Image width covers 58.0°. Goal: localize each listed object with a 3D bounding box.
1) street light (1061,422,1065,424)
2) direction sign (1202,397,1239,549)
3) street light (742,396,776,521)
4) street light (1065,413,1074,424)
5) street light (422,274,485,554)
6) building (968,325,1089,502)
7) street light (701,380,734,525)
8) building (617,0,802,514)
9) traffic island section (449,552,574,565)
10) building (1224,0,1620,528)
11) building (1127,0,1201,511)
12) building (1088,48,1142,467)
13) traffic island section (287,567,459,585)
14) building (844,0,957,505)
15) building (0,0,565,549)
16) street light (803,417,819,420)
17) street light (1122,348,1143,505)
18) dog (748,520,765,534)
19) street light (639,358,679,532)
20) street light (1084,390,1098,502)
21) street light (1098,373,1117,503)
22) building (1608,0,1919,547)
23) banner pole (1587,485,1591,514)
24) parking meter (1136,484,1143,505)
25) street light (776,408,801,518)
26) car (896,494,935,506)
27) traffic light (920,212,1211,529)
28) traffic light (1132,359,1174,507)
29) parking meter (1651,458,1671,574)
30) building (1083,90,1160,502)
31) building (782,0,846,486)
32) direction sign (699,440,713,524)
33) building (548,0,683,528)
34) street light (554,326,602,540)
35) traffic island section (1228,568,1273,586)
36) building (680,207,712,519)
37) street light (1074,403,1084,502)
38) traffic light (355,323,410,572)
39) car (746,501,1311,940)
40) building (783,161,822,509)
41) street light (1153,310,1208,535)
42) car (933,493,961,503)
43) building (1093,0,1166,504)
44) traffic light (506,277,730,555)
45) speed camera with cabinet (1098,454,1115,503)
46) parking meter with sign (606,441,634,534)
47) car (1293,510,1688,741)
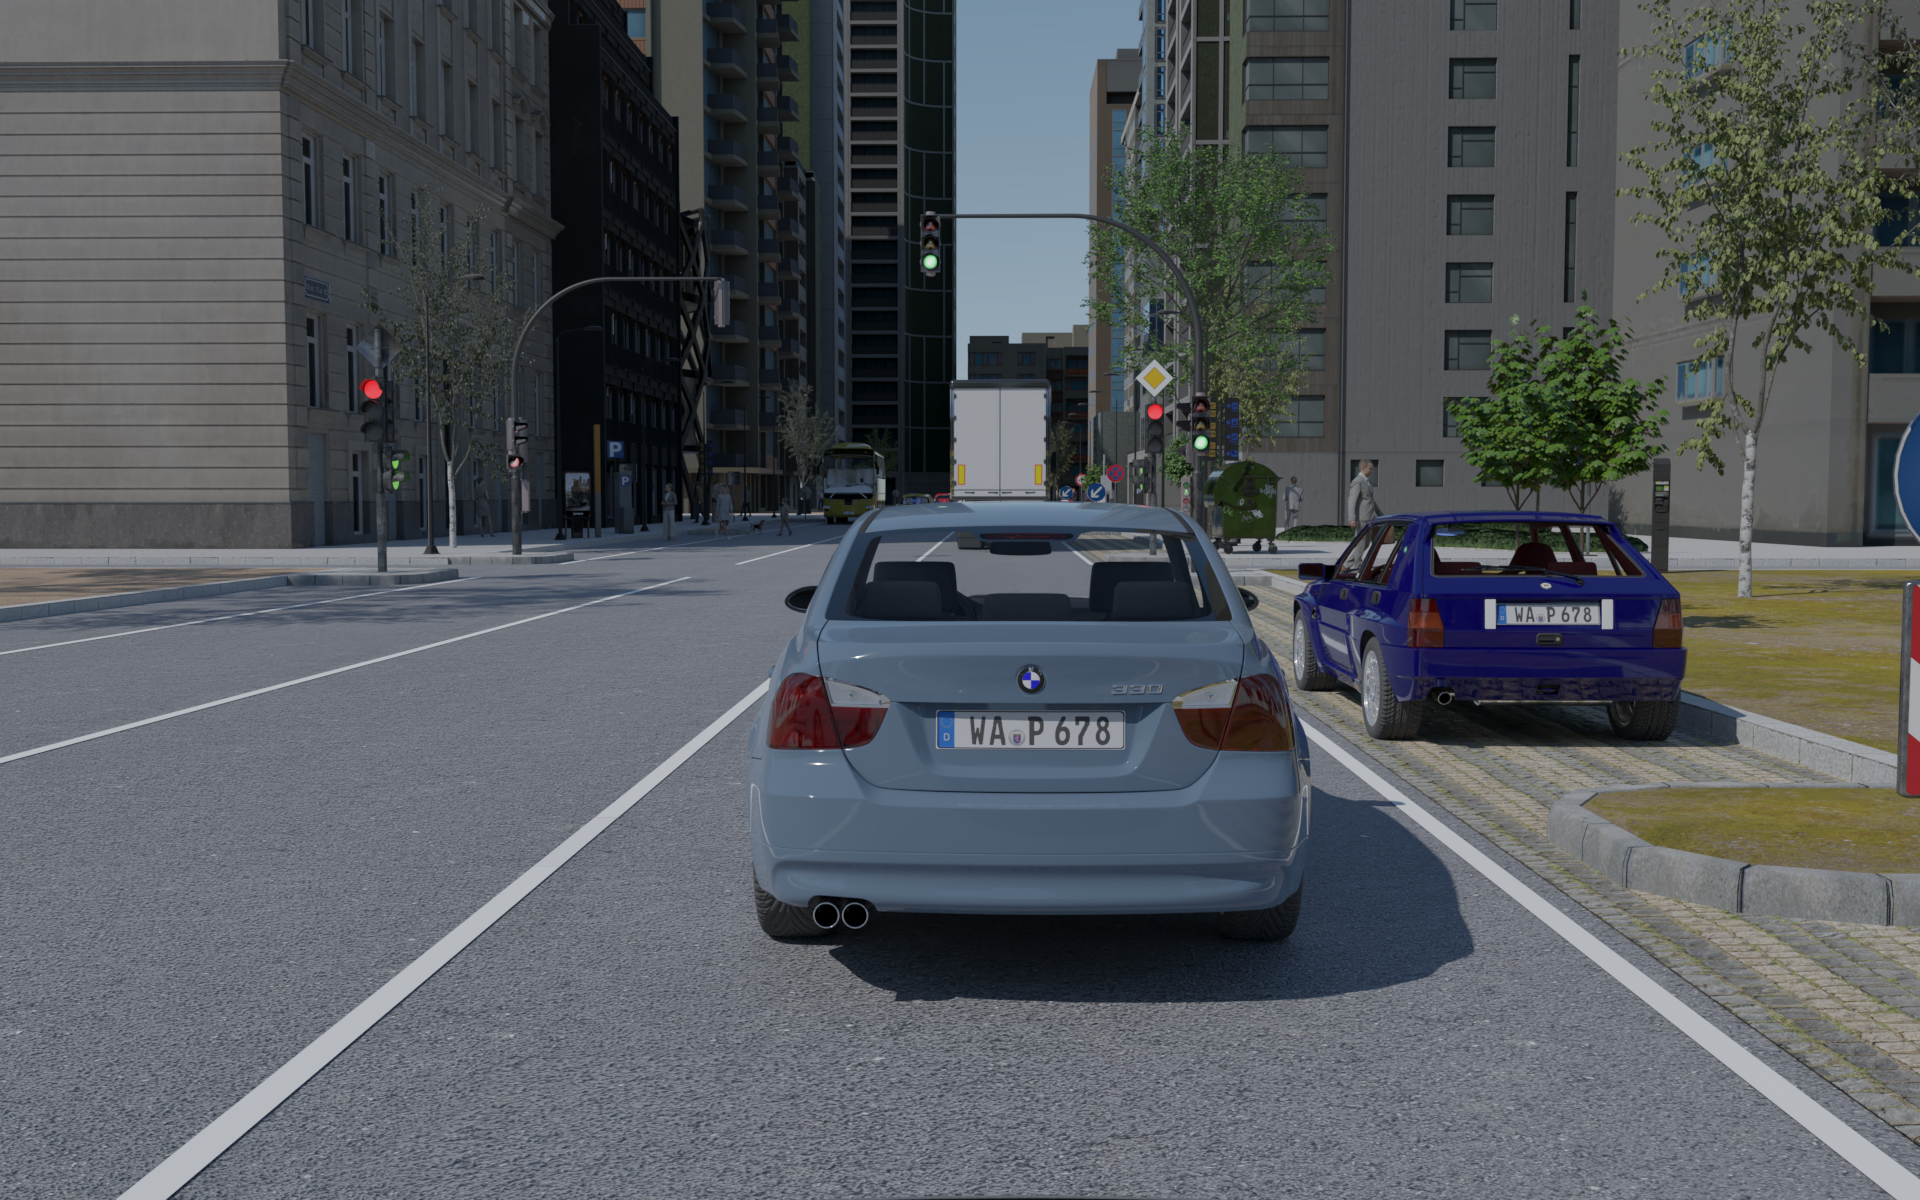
[{"bbox_3d":[7.202,-8.484,111.256,1.470,5.913,1.316,0,4,1],"label":"street light"},{"bbox_3d":[6.120,-2.979,40.706,0.876,3.537,0.379,-1,4,-9],"label":"direction sign"},{"bbox_3d":[-9.657,-6.699,82.063,1.470,5.913,1.316,0,4,1],"label":"street light"},{"bbox_3d":[6.963,-7.790,99.911,1.470,5.913,1.316,0,4,1],"label":"street light"},{"bbox_3d":[-10.736,-3.928,36.757,1.470,5.913,1.316,0,4,1],"label":"street light"},{"bbox_3d":[15.625,-22.450,212.093,28.899,21.520,27.650,0,4,1],"label":"building"},{"bbox_3d":[-9.931,-6.016,70.903,1.470,5.913,1.316,0,4,1],"label":"street light"},{"bbox_3d":[-23.439,-28.820,125.826,22.147,44.769,28.867,0,4,1],"label":"building"},{"bbox_3d":[-9.371,-0.875,36.588,2.009,0.180,2.903,0,4,1],"label":"traffic island section"},{"bbox_3d":[17.887,-18.345,71.649,14.160,30.474,14.107,0,4,1],"label":"building"},{"bbox_3d":[20.435,-40.209,95.666,20.563,71.187,20.611,0,4,1],"label":"building"},{"bbox_3d":[20.348,-32.148,175.734,14.600,45.320,14.200,0,4,1],"label":"building"},{"bbox_3d":[-9.554,-0.387,28.605,2.009,0.180,2.903,0,4,1],"label":"traffic island section"},{"bbox_3d":[-10.886,-47.029,207.177,20.611,71.187,20.563,0,4,1],"label":"building"},{"bbox_3d":[-20.914,-15.562,51.705,12.463,27.353,25.104,0,4,1],"label":"building"},{"bbox_3d":[-9.226,-8.085,104.735,1.470,5.913,1.316,0,4,1],"label":"street light"},{"bbox_3d":[5.908,-5.040,54.946,1.470,5.913,1.316,0,4,1],"label":"street light"},{"bbox_3d":[-7.347,-2.651,62.636,0.540,0.507,0.406,-1,4,-19],"label":"dog"},{"bbox_3d":[-10.273,-5.299,59.187,1.470,5.913,1.316,0,4,1],"label":"street light"},{"bbox_3d":[6.457,-6.421,77.517,1.470,5.913,1.316,0,4,1],"label":"street light"},{"bbox_3d":[6.175,-5.738,66.358,1.470,5.913,1.316,0,4,1],"label":"street light"},{"bbox_3d":[31.565,-26.106,50.533,21.600,48.544,21.300,0,4,1],"label":"building"},{"bbox_3d":[12.795,-2.803,35.852,0.863,3.779,0.401,2,4,34],"label":"banner pole"},{"bbox_3d":[7.345,-4.012,71.313,0.399,1.863,0.255,0,4,7],"label":"parking meter"},{"bbox_3d":[-9.480,-7.381,93.224,1.470,5.913,1.316,0,4,1],"label":"street light"},{"bbox_3d":[-1.835,-3.979,75.285,2.015,1.641,3.980,0,4,3],"label":"car"},{"bbox_3d":[1.750,-3.267,28.086,4.771,5.953,1.251,0,4,1],"label":"traffic light"},{"bbox_3d":[4.027,-2.889,36.163,0.839,4.253,0.868,0,4,1],"label":"traffic light"},{"bbox_3d":[11.356,-1.367,28.069,0.255,1.863,0.399,1,4,20],"label":"parking meter"},{"bbox_3d":[27.650,-28.427,156.657,32.217,40.220,23.993,0,4,1],"label":"building"},{"bbox_3d":[-25.969,-38.688,174.552,28.212,58.520,21.231,0,4,1],"label":"building"},{"bbox_3d":[-10.706,-4.955,73.004,0.379,3.537,0.876,2,4,31],"label":"direction sign"},{"bbox_3d":[-19.244,-14.835,72.224,12.332,23.373,15.834,0,4,1],"label":"building"},{"bbox_3d":[-10.586,-4.617,48.029,1.470,5.913,1.316,0,4,1],"label":"street light"},{"bbox_3d":[3.883,-0.368,28.293,2.009,0.180,2.903,0,4,1],"label":"traffic island section"},{"bbox_3d":[-21.437,-13.533,88.712,16.820,18.784,16.811,0,4,1],"label":"building"},{"bbox_3d":[6.721,-7.103,88.676,1.470,5.913,1.316,0,4,1],"label":"street light"},{"bbox_3d":[-9.515,-2.419,28.469,0.839,4.253,0.868,0,4,1],"label":"traffic light"},{"bbox_3d":[0.246,0.314,6.872,2.014,1.417,4.499,0,4,1],"label":"car"},{"bbox_3d":[-19.558,-23.020,148.074,14.160,30.474,14.107,0,4,1],"label":"building"},{"bbox_3d":[5.681,-4.357,43.785,1.470,5.913,1.316,0,4,1],"label":"street light"},{"bbox_3d":[-0.994,-6.702,118.622,2.155,1.783,4.494,0,4,1],"label":"car"},{"bbox_3d":[22.022,-49.862,127.920,22.319,86.520,31.000,0,4,1],"label":"building"},{"bbox_3d":[-7.238,-3.778,36.440,4.771,5.953,1.251,0,4,1],"label":"traffic light"},{"bbox_3d":[7.135,-5.565,85.319,0.660,3.252,2.038,1,4,17],"label":"speed camera with cabinet"},{"bbox_3d":[-11.010,-3.679,56.416,0.543,3.016,1.738,-2,4,-26],"label":"parking meter with sign"},{"bbox_3d":[3.281,0.073,11.379,1.945,1.354,3.894,0,4,2],"label":"car"}]
